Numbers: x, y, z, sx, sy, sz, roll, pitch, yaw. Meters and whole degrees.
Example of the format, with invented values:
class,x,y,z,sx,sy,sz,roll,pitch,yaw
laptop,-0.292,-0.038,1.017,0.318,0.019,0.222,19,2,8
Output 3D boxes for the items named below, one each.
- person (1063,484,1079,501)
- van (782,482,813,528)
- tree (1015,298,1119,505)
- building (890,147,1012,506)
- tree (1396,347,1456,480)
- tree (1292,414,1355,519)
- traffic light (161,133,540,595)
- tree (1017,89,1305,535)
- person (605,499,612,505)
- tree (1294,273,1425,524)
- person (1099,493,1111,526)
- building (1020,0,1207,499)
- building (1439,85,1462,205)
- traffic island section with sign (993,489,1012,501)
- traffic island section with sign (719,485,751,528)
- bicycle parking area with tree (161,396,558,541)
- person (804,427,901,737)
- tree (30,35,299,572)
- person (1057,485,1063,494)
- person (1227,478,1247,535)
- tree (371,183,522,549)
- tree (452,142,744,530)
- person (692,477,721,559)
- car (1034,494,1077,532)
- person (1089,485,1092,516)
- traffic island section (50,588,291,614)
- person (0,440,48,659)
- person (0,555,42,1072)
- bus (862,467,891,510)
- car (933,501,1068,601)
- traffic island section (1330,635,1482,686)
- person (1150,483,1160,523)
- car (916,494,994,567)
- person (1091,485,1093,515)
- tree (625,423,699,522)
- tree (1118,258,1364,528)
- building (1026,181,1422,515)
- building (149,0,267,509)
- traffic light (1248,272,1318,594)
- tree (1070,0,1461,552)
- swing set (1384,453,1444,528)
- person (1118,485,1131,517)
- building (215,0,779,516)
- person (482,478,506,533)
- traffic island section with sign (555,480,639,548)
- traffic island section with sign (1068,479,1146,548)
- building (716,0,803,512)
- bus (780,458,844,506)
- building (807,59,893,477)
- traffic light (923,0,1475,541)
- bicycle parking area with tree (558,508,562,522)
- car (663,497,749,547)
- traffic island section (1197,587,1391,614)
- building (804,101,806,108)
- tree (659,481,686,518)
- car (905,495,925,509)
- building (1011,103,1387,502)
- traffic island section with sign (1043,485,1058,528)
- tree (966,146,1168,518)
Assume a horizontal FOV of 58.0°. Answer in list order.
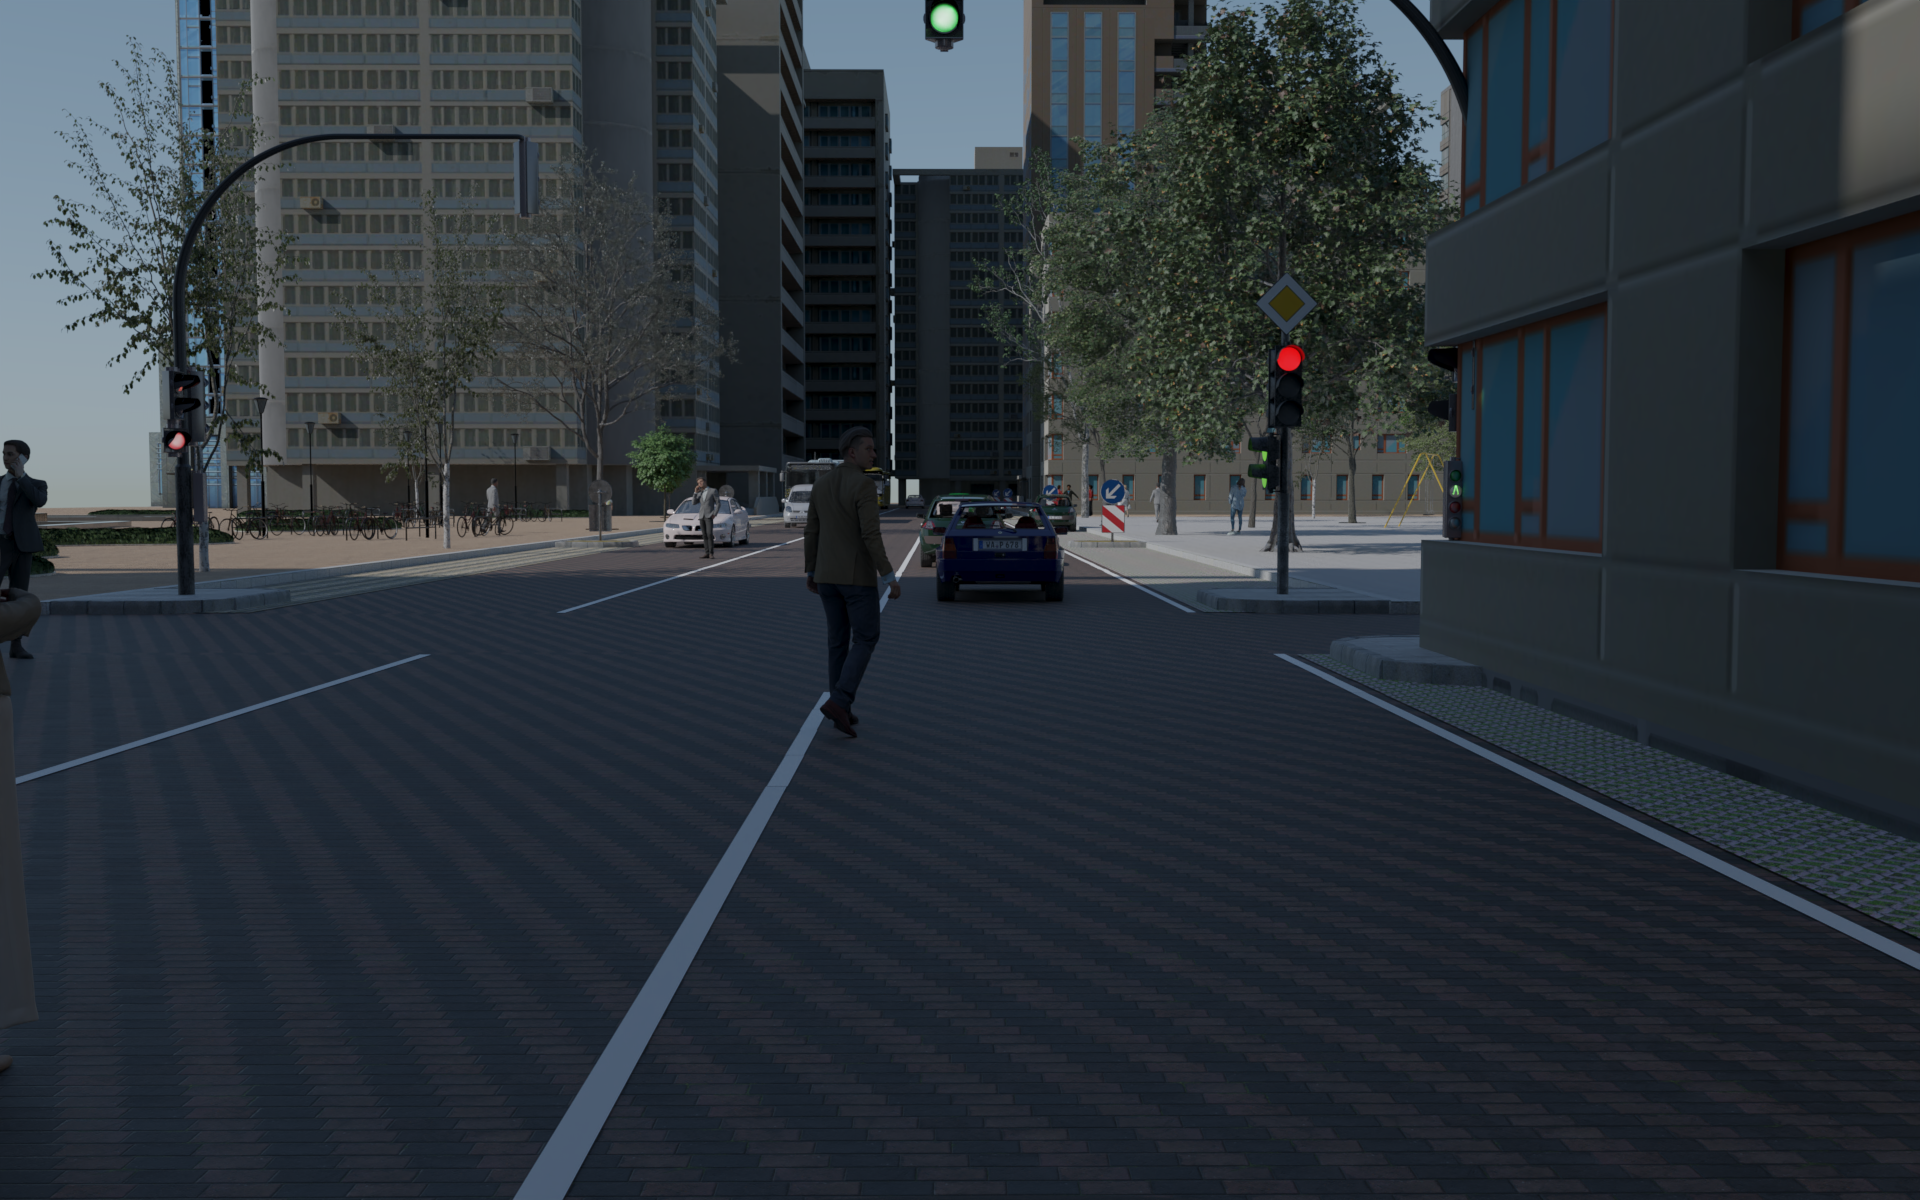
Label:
class,x,y,z,sx,sy,sz,roll,pitch,yaw
person,6.599,-6.083,105.127,1.348,1.869,0.705,1,4,14
van,-6.626,-4.146,74.801,2.013,2.044,4.112,0,4,0
tree,6.682,-8.849,79.101,8.767,10.594,7.601,0,4,4
building,4.293,-30.860,196.436,23.993,40.220,32.217,0,4,0
tree,26.379,-10.584,91.169,7.486,12.596,7.792,0,3,0
tree,18.581,-8.563,90.373,4.360,8.622,3.978,0,3,0
traffic light,-7.752,-2.896,22.010,4.771,5.953,1.251,0,4,0
tree,6.506,-9.017,54.088,9.857,13.997,8.962,0,3,0
person,-15.953,-4.176,78.576,0.306,1.304,0.590,-2,4,-33
tree,17.136,-9.176,75.781,9.928,11.665,9.643,0,3,0
person,5.941,-3.912,69.817,0.655,1.846,0.447,0,4,5
building,12.375,-30.078,141.878,14.600,45.320,14.200,0,4,0
building,54.579,-29.506,166.022,14.086,41.232,14.154,0,4,0
traffic island section with sign,3.298,-7.063,124.115,1.989,1.847,2.006,0,4,0
traffic island section with sign,-10.009,-4.018,74.324,1.989,1.847,2.006,0,4,0
bicycle parking area with tree,-18.094,-3.924,51.156,8.231,4.147,9.016,1,4,22
person,-0.657,-0.123,10.427,0.656,1.842,0.836,1,4,10
tree,-12.507,-4.758,28.148,4.360,8.622,3.978,0,3,0
person,5.918,-5.932,102.964,0.705,1.831,1.348,-2,4,-34
person,8.753,-2.961,54.723,0.793,1.790,0.793,3,5,44
tree,-12.318,-5.526,40.719,4.360,8.622,3.978,0,3,0
tree,-12.965,-9.250,61.611,12.009,13.543,11.850,0,3,0
person,-5.626,-1.820,38.441,0.592,1.802,0.473,3,5,40
car,3.548,-3.480,66.678,2.009,1.686,4.222,0,4,0
person,7.421,-5.742,99.862,0.705,1.831,1.348,-1,4,-9
traffic island section,-9.883,0.012,22.091,2.009,0.180,2.903,0,4,0
person,-8.225,-0.435,14.982,0.648,1.900,0.474,-2,4,-34
person,-2.451,0.296,4.212,0.519,1.759,0.362,1,4,22
bus,-8.108,-10.483,162.946,2.896,3.916,12.252,0,4,1
car,0.569,-0.729,24.501,1.945,1.354,3.894,0,4,1
traffic island section,4.226,0.493,14.222,2.009,0.180,2.903,0,4,0
person,8.934,-4.393,78.147,0.678,1.792,0.850,0,4,-2
car,0.089,-1.555,35.212,2.009,1.686,4.222,0,4,1
person,7.818,-5.995,104.017,0.705,1.831,1.348,0,4,-1
tree,-13.704,-5.879,79.828,4.285,4.588,4.351,0,3,0
tree,11.097,-7.999,65.199,8.767,10.594,7.601,0,4,-5
building,19.151,-16.888,121.152,27.650,21.520,28.899,0,4,0
building,-68.819,-53.593,188.917,31.000,86.520,22.319,0,4,0
traffic light,4.118,-2.029,22.092,0.839,4.253,0.868,0,4,0
tree,7.229,-7.427,38.433,9.611,12.733,9.660,0,3,0
swing set,18.084,-4.222,66.652,2.862,2.851,3.119,2,4,25
person,9.044,-5.428,95.148,0.694,1.780,0.624,-1,4,-11
building,-28.289,-25.502,108.837,32.217,40.220,23.993,0,4,0
person,-15.312,-3.084,56.742,0.678,1.792,0.850,3,5,45
traffic island section with sign,-9.778,-2.339,46.871,1.989,1.847,2.006,0,4,0
traffic island section with sign,3.951,-2.335,46.804,1.989,1.847,2.006,0,4,0
building,-23.409,-31.104,132.251,21.300,48.544,21.600,0,4,0
bus,-7.159,-5.747,88.821,2.948,3.499,13.247,0,3,0
building,-18.454,-34.657,190.347,21.600,48.544,21.300,0,4,0
traffic light,2.095,-2.402,13.948,4.771,5.953,1.251,0,4,0
bicycle parking area with tree,-23.058,-5.716,80.453,8.231,4.147,9.016,-2,4,-25
car,-6.969,-2.178,47.970,2.083,1.381,4.827,0,4,1
traffic island section,4.158,0.005,22.206,2.009,0.180,2.903,0,4,0
building,-27.706,-31.010,161.644,28.867,44.769,22.147,0,4,0
tree,-15.775,-6.034,93.260,1.663,3.219,1.824,0,3,0
car,-4.407,-9.620,169.648,2.083,1.381,4.827,0,4,-1
building,21.618,-28.703,161.174,32.217,40.220,23.993,0,4,0
traffic island section with sign,3.720,-4.002,74.059,1.989,1.847,2.006,0,4,0
tree,6.374,-14.566,94.050,12.611,20.169,13.585,0,3,0
